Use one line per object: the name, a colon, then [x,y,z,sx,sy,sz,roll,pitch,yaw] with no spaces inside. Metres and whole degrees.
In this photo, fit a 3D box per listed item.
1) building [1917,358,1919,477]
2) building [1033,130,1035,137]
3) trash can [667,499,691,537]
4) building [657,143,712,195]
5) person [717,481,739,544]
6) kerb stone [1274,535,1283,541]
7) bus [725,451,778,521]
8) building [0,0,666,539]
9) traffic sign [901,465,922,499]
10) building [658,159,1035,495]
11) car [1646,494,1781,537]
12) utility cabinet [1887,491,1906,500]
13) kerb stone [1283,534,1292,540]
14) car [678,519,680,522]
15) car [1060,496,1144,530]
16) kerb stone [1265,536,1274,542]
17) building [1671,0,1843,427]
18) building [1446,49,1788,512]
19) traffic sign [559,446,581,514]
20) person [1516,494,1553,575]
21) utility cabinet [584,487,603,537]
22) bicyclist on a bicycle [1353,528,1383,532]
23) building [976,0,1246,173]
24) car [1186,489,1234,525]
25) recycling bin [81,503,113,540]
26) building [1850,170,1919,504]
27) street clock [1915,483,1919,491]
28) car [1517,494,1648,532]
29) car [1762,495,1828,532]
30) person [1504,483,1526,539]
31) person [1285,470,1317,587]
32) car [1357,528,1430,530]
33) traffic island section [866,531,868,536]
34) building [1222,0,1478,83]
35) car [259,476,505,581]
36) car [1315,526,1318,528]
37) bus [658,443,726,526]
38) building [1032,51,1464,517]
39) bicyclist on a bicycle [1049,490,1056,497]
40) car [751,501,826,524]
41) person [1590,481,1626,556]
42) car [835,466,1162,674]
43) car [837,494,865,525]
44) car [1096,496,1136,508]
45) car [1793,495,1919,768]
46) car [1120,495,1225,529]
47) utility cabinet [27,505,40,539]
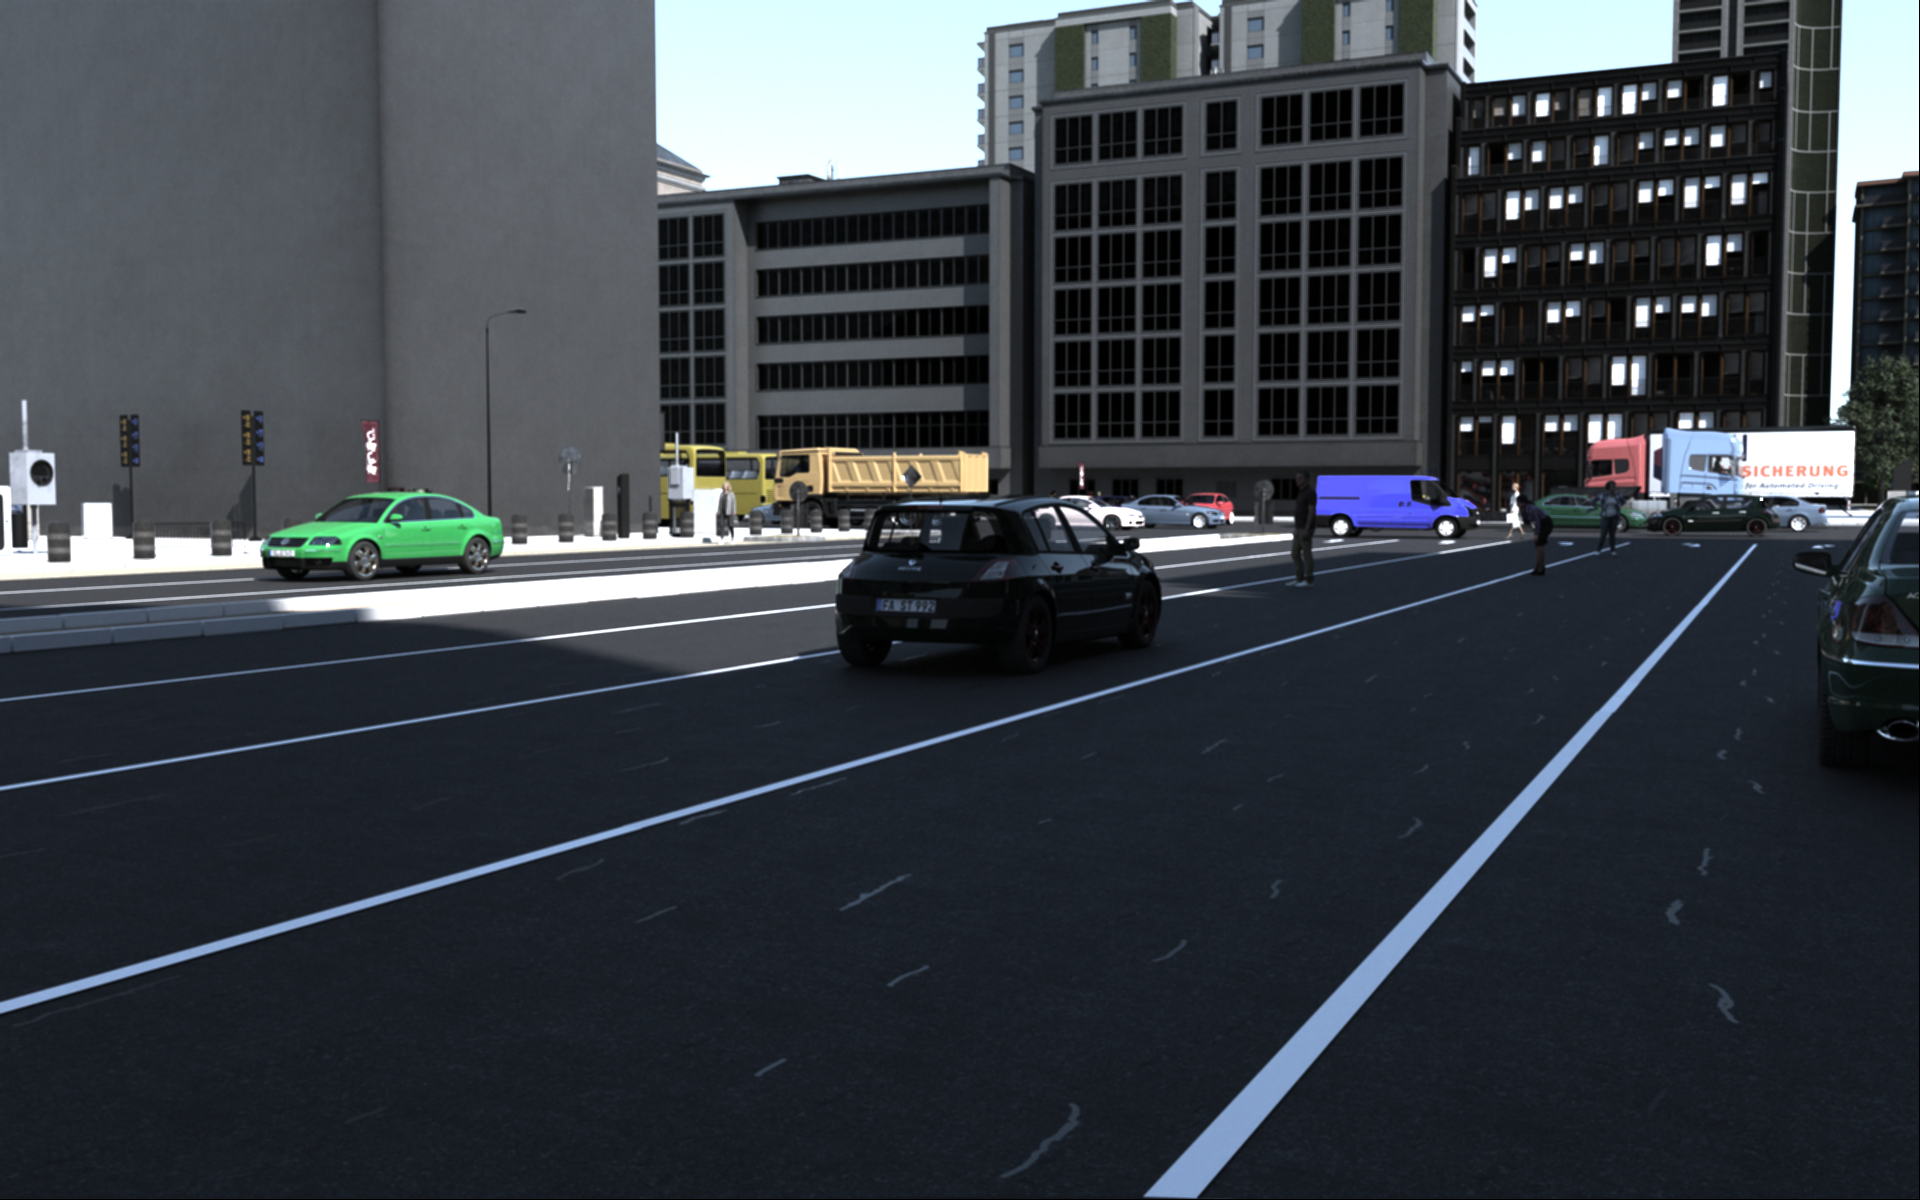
building: [104.353,-33.302,164.101,23.786,49.044,30.456,2,4,26]
building: [26.288,-29.127,168.109,32.217,40.220,23.993,2,4,26]
trash can: [-8.404,-2.461,51.897,0.748,1.137,0.748,0,3,0]
building: [-30.089,-20.750,125.167,20.117,28.700,13.634,2,4,26]
person: [-6.624,-2.510,49.720,0.709,1.800,0.728,1,4,19]
kerb stone: [9.657,-1.894,53.204,0.120,0.150,1.000,2,4,26]
bus: [-15.010,-6.241,93.582,12.252,3.916,2.896,2,4,27]
building: [-23.150,-16.160,57.722,24.014,27.812,14.314,2,4,26]
traffic sign: [-1.707,-3.470,60.384,0.795,2.450,0.064,2,4,26]
building: [-7.289,-18.090,114.832,30.058,24.678,14.314,2,4,26]
car: [25.627,-3.009,58.982,4.222,1.686,2.009,2,4,25]
utility cabinet: [65.938,-6.927,121.942,1.173,1.500,0.318,2,4,29]
kerb stone: [10.104,-1.954,54.137,0.120,0.150,1.000,2,4,26]
car: [-14.533,-4.752,86.370,5.304,1.827,2.281,2,4,28]
car: [5.063,-3.513,69.800,4.827,1.381,2.083,2,4,25]
kerb stone: [9.206,-1.840,52.281,0.120,0.150,1.000,2,4,26]
building: [108.592,-48.880,237.439,20.611,71.187,20.563,2,4,26]
building: [35.688,-16.151,93.751,15.834,23.373,12.332,2,4,26]
traffic sign: [-10.450,-2.824,46.280,0.768,2.556,0.104,2,4,30]
person: [10.139,-1.154,30.595,0.697,1.427,0.421,-1,4,-13]
utility cabinet: [-10.995,-2.644,51.903,0.318,1.500,1.173,-2,4,-26]
bicyclist on a bicycle: [15.434,-3.441,66.274,1.625,1.676,1.499,2,4,26]
building: [17.372,-40.855,209.970,28.212,58.520,21.231,2,4,26]
car: [11.261,-4.331,79.855,2.155,1.783,4.494,2,4,26]
recycling bin: [-24.434,-2.231,49.026,0.722,1.027,0.722,-2,4,-33]
building: [131.597,-35.087,228.303,28.867,44.769,22.147,2,4,26]
street clock: [63.041,-6.685,113.865,0.471,2.002,0.358,3,5,40]
car: [23.689,-3.329,66.220,4.920,1.459,2.131,2,4,27]
car: [31.109,-3.367,67.058,4.499,1.417,2.014,2,4,27]
person: [17.705,-2.832,55.160,0.624,1.780,0.694,2,4,33]
person: [5.273,-1.107,26.732,0.434,1.807,0.598,0,4,4]
car: [17.290,-3.639,69.726,3.980,1.641,2.015,2,4,25]
traffic island section: [-1.732,-2.335,60.456,2.009,0.180,2.903,2,4,26]
building: [43.659,-40.161,198.625,28.212,58.520,21.231,2,4,26]
car: [-9.994,-1.306,30.147,1.959,1.807,4.718,2,4,25]
car: [16.565,-3.775,73.722,4.499,1.417,2.014,2,4,27]
bus: [-16.367,-5.303,78.256,12.252,3.916,2.896,2,4,26]
building: [17.502,-18.896,102.464,24.014,27.812,14.314,2,4,26]
bicyclist on a bicycle: [4.750,-4.714,87.088,1.625,1.676,1.499,2,4,25]
car: [-7.822,-4.261,81.672,4.499,1.417,2.014,2,4,27]
person: [15.071,-1.896,40.222,0.841,1.734,0.376,0,4,5]
car: [0.461,-0.341,15.363,2.009,1.686,4.222,2,4,26]
car: [-3.791,-4.248,78.124,5.304,1.827,2.281,2,4,26]
car: [8.411,-4.650,88.610,3.894,1.354,1.945,2,4,25]
car: [5.992,0.108,10.036,2.131,1.459,4.920,2,4,26]
car: [8.913,-3.719,72.816,4.499,1.417,2.014,2,4,27]
utility cabinet: [-26.322,-2.432,48.434,1.173,1.500,0.318,1,4,19]
